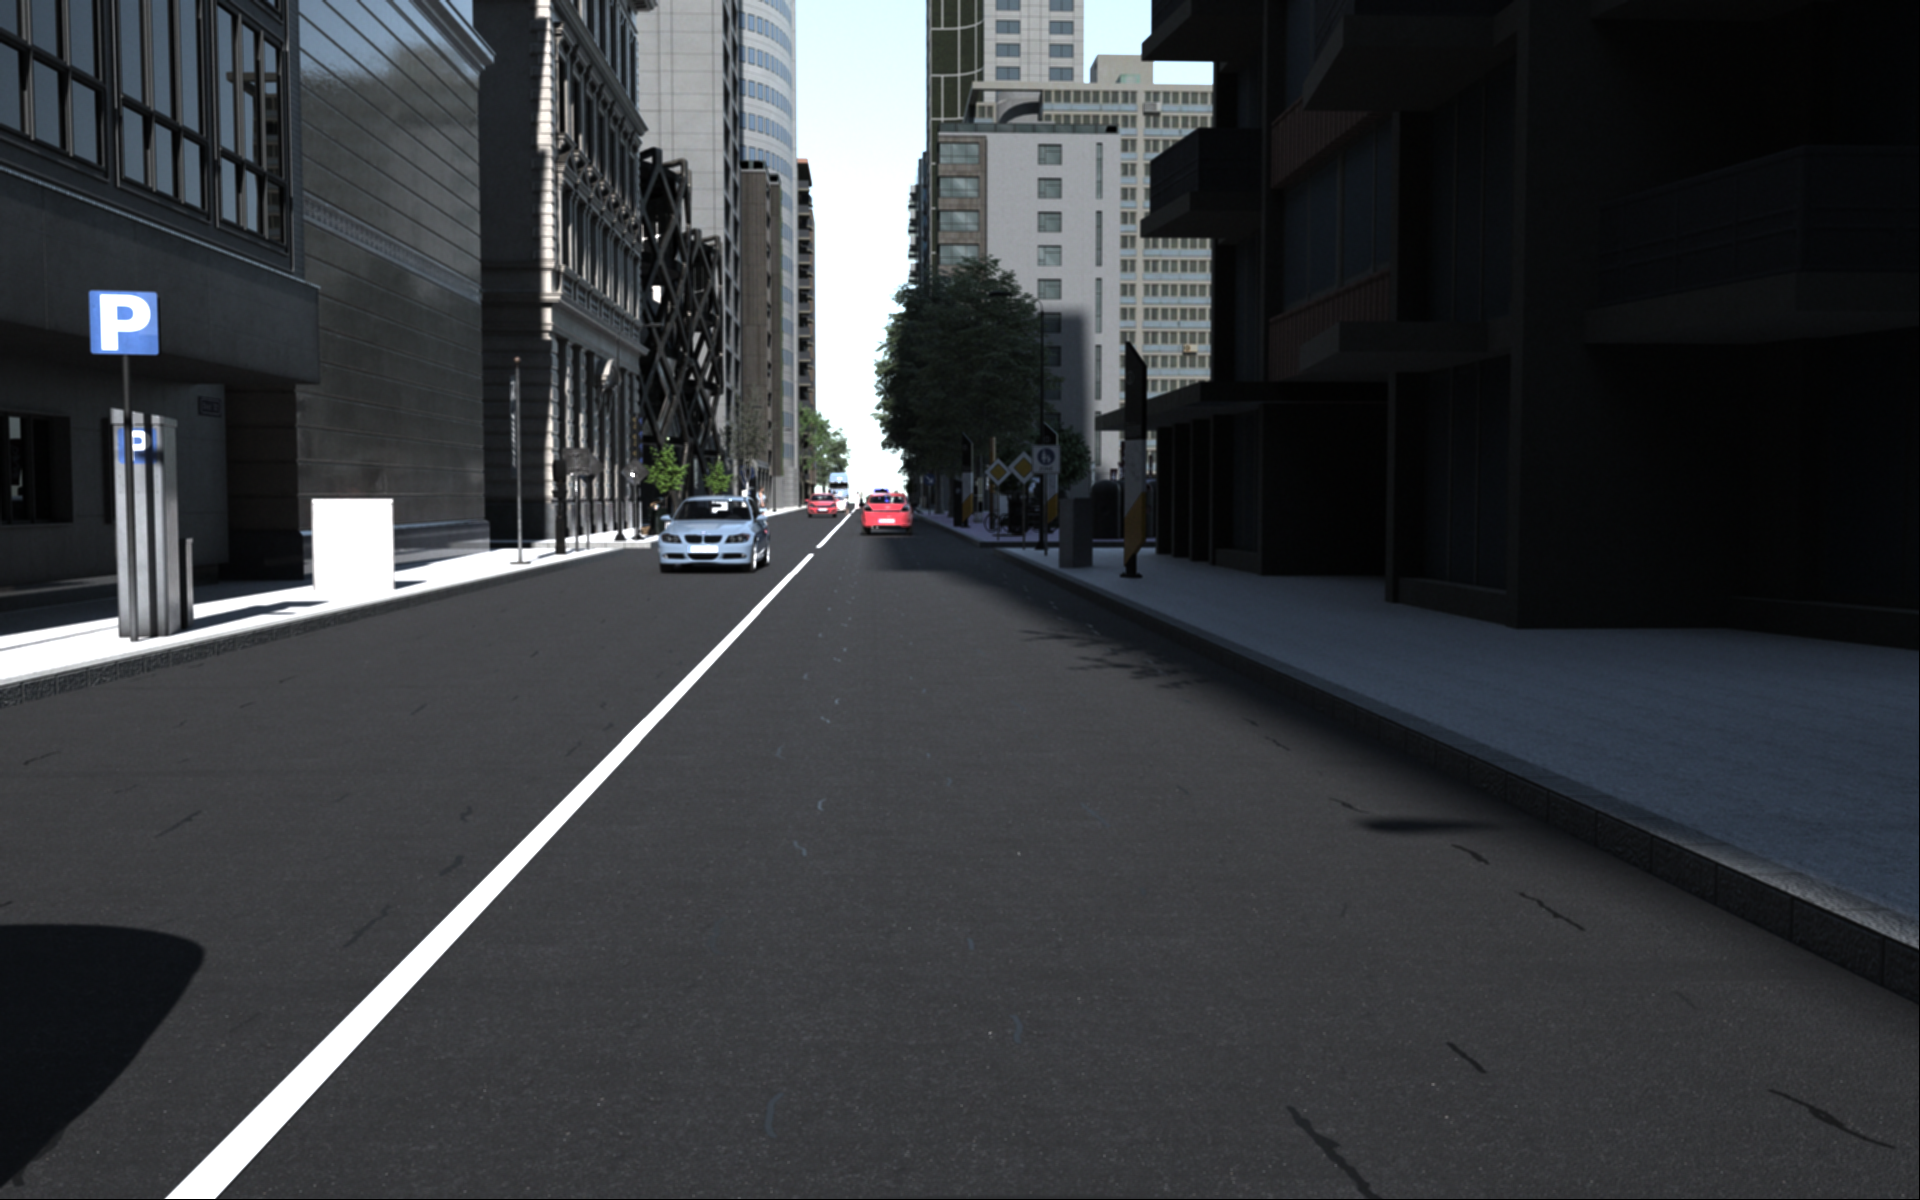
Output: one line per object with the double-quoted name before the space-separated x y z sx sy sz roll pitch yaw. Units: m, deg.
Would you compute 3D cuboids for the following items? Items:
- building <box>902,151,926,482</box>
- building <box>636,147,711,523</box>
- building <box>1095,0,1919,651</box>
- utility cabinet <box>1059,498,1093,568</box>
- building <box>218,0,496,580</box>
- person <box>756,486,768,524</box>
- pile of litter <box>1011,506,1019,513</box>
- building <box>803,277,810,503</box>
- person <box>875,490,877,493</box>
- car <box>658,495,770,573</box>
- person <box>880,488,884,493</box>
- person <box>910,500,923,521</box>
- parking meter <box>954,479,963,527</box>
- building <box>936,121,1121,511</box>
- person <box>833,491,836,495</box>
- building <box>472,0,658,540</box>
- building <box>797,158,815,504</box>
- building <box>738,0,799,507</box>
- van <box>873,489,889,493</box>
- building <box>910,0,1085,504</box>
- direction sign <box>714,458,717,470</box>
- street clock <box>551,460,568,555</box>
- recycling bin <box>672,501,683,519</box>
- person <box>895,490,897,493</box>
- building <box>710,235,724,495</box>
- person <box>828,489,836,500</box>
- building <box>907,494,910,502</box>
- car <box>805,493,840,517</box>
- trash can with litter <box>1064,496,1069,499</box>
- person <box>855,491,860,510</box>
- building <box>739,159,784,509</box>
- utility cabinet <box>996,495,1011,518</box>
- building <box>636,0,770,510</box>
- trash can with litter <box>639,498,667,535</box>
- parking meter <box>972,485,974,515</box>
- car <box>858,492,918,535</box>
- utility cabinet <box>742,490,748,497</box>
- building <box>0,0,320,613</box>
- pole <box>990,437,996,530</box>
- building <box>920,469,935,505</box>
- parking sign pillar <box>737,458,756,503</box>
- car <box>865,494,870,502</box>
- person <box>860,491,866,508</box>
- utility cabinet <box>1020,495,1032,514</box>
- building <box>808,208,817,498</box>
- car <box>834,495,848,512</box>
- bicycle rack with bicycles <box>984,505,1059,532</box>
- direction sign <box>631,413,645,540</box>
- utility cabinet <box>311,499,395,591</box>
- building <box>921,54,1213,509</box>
"building" 3.890 -38.136 243.129 23.786 49.044 30.456 0 4 -3
"building" -20.267 -12.711 75.280 16.820 18.784 16.811 0 4 -3
"building" 14.464 -22.584 23.878 22.147 44.769 28.867 0 4 -3
"utility cabinet" 2.043 -1.187 30.577 0.306 1.237 1.020 1 4 23
"building" -19.836 -14.986 30.922 20.117 28.700 13.634 0 4 -3
"person" -9.357 -4.446 81.285 0.778 1.811 0.616 -1 4 -12
"pile of litter" 2.918 -5.165 98.406 1.176 0.858 1.719 0 4 4
"building" -32.441 -37.998 244.971 21.300 48.544 21.600 0 4 -3
"person" -6.363 -7.540 132.303 1.217 1.766 0.721 -1 4 -19
"car" -4.636 -1.289 33.072 2.014 1.417 4.499 0 4 -1
"person" -5.808 -7.460 130.104 1.348 1.869 0.705 1 4 10
"person" -2.457 -4.503 87.626 1.012 1.151 0.738 2 4 33
"parking meter" -0.052 -3.831 68.354 0.399 1.863 0.255 0 4 1
"building" 5.003 -22.417 138.211 14.160 30.474 14.107 0 4 -3
"person" -10.831 -8.587 149.719 1.217 1.723 0.721 1 4 21
"building" -16.627 -13.950 56.958 11.050 23.489 19.941 0 4 -3
"building" -29.862 -34.580 220.000 22.147 44.769 28.867 0 4 -3
"building" -26.982 -38.376 169.446 21.231 58.520 28.212 0 4 -3
"van" -8.727 -11.523 192.776 2.240 2.365 5.245 0 4 -1
"building" 4.074 -47.626 216.942 20.563 71.187 20.611 0 4 -3
"direction sign" -15.221 -7.108 108.215 0.379 3.537 0.876 -2 4 -27
"street clock" -8.480 -1.966 36.718 0.358 2.002 0.471 -1 4 -21
"recycling bin" -13.947 -4.506 86.223 0.722 1.027 0.722 -1 4 -17
"person" -4.594 -7.083 125.026 1.217 1.735 0.721 -1 4 -11
"building" -21.933 -14.076 97.587 16.820 18.784 16.811 0 4 -3
"person" -10.223 -7.772 135.586 1.348 1.822 0.705 -3 4 -37
"building" 7.900 -35.417 270.947 32.217 40.220 23.993 0 4 -3
"car" -8.548 -6.026 107.561 2.155 1.783 4.494 0 4 -5
"trash can with litter" 6.732 -5.688 104.380 1.055 1.170 0.624 -1 4 -16
"person" -9.415 -9.184 159.326 0.621 1.740 0.551 -3 5 -43
"building" -22.665 -23.099 149.377 14.160 30.474 14.107 0 4 -3
"utility cabinet" 2.226 -4.917 91.548 1.020 1.237 0.306 -3 4 -38
"building" -25.105 -42.349 130.658 20.563 71.187 20.611 0 4 -3
"trash can with litter" -9.682 -2.627 54.334 1.055 1.170 0.624 3 4 39
"parking meter" 0.942 -6.148 106.225 0.255 1.863 0.399 2 4 30
"car" -2.565 -3.220 61.694 2.155 1.783 4.494 0 4 -1
"utility cabinet" -11.557 -5.156 92.986 0.318 1.500 1.173 0 4 -5
"building" -15.339 -13.356 11.882 14.314 27.812 24.014 0 4 -3
"pole" 1.168 -4.171 62.046 0.158 3.312 0.155 0 3 0
"building" 10.010 -20.756 184.397 27.650 21.520 28.899 0 4 -3
"parking sign pillar" -14.639 -7.983 118.989 1.447 3.967 1.447 -3 5 -44
"car" -12.463 -14.367 246.700 2.131 1.459 4.920 0 4 -1
"person" -10.028 -10.157 175.348 1.217 1.735 0.721 2 4 33
"utility cabinet" 3.145 -4.067 77.655 1.020 1.237 0.306 3 5 43
"building" -28.995 -37.494 263.139 14.600 45.320 14.200 0 4 -3
"car" -10.092 -7.791 139.743 2.083 1.381 4.827 0 4 -2
"bicycle rack with bicycles" 2.242 -2.733 58.069 2.925 0.926 2.852 -1 4 -13
"direction sign" -9.041 -3.459 48.549 0.379 3.537 0.876 1 4 9
"utility cabinet" -8.092 -0.730 23.092 1.020 1.237 0.306 -1 4 -23
"building" 12.757 -28.473 157.412 32.217 40.220 23.993 0 4 -3
